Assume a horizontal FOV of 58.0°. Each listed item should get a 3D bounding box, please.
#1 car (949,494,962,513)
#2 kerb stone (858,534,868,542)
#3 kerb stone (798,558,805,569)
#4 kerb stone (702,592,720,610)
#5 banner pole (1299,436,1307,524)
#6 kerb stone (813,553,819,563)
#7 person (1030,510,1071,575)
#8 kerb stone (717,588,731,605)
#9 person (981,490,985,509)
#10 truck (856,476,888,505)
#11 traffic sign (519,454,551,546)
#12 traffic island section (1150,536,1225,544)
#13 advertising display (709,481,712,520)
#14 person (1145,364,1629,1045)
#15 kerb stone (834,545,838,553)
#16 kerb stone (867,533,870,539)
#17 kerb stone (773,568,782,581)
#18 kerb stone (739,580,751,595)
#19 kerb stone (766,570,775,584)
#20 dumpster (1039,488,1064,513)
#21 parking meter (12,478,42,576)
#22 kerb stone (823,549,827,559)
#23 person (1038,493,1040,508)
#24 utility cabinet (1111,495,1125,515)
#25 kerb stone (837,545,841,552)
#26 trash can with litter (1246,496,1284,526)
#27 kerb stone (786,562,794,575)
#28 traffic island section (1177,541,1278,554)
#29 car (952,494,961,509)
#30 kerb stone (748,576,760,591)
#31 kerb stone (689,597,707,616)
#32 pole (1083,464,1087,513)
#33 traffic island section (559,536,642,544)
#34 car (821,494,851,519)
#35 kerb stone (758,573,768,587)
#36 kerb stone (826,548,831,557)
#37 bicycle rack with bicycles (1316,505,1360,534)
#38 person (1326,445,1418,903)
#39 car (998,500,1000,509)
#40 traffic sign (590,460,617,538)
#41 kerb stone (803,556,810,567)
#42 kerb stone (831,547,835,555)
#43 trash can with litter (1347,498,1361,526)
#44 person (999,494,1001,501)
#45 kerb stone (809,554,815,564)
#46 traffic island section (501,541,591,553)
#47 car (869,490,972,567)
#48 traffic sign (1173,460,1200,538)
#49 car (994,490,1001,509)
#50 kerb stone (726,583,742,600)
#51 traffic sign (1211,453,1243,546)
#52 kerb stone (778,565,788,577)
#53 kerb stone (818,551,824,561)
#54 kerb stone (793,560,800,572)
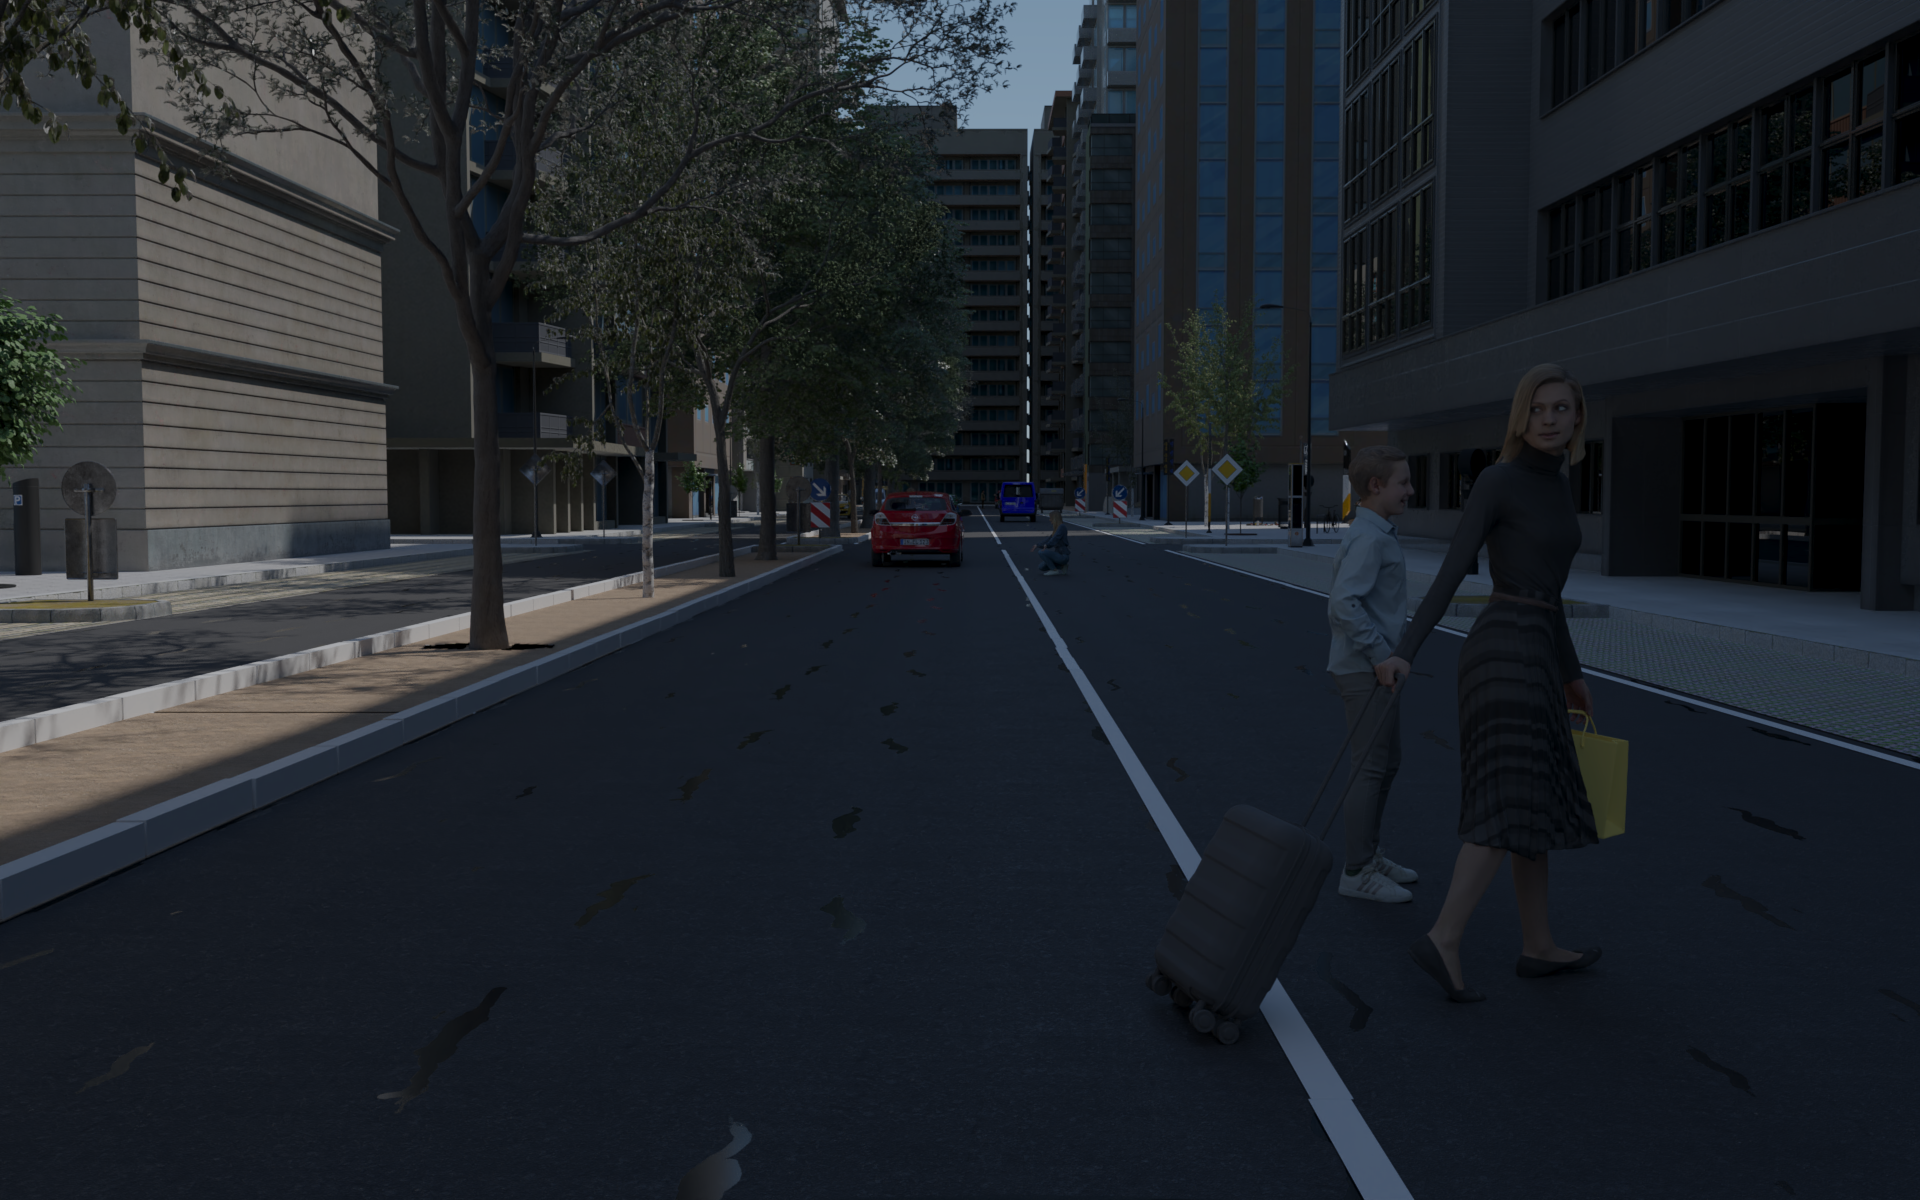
[{"bbox_3d":[-0.954,-4.363,83.132,2.131,1.459,4.920,0,4,0],"label":"car"},{"bbox_3d":[-2.976,-1.881,52.953,0.120,0.150,1.000,0,4,0],"label":"kerb stone"},{"bbox_3d":[-3.105,-0.654,32.935,0.120,0.150,1.000,0,4,0],"label":"kerb stone"},{"bbox_3d":[-3.166,0.034,21.645,0.120,0.150,1.000,0,4,0],"label":"kerb stone"},{"bbox_3d":[14.766,-5.154,74.284,0.863,3.779,0.401,-2,4,-34],"label":"banner pole"},{"bbox_3d":[-3.080,-0.845,36.016,0.120,0.150,1.000,0,4,0],"label":"kerb stone"},{"bbox_3d":[1.594,-1.015,30.600,0.738,1.151,1.012,0,4,4],"label":"person"},{"bbox_3d":[-3.157,-0.023,22.667,0.120,0.150,1.000,0,4,0],"label":"kerb stone"},{"bbox_3d":[2.270,-9.814,169.055,0.705,1.812,1.348,0,4,-3],"label":"person"},{"bbox_3d":[-6.725,-9.050,143.889,3.469,3.379,9.791,0,4,0],"label":"truck"},{"bbox_3d":[-10.511,-2.400,42.882,0.795,2.450,0.064,0,4,0],"label":"traffic sign"},{"bbox_3d":[6.653,-1.746,50.824,2.009,0.180,2.903,0,4,0],"label":"traffic island section"},{"bbox_3d":[-12.520,-5.003,87.010,0.123,1.923,0.974,0,4,-6],"label":"advertising display"},{"bbox_3d":[1.268,0.232,4.920,1.509,1.804,0.699,-1,4,-12],"label":"person"},{"bbox_3d":[-3.049,-1.154,41.142,0.120,0.150,1.000,0,4,0],"label":"kerb stone"},{"bbox_3d":[-2.973,-1.941,53.981,0.120,0.150,1.000,0,4,0],"label":"kerb stone"},{"bbox_3d":[-3.117,-0.399,28.825,0.120,0.150,1.000,0,4,0],"label":"kerb stone"},{"bbox_3d":[-3.146,-0.154,24.726,0.120,0.150,1.000,0,4,0],"label":"kerb stone"},{"bbox_3d":[-3.124,-0.343,27.803,0.120,0.150,1.000,0,4,0],"label":"kerb stone"},{"bbox_3d":[6.785,-7.368,128.675,1.865,1.857,1.264,0,4,0],"label":"dumpster"},{"bbox_3d":[-14.726,-1.158,27.338,0.372,1.533,0.369,0,3,0],"label":"parking meter"},{"bbox_3d":[-3.071,-0.967,38.069,0.120,0.150,1.000,0,4,0],"label":"kerb stone"},{"bbox_3d":[7.531,-9.378,161.823,0.705,1.826,1.348,-2,4,-35],"label":"person"},{"bbox_3d":[9.450,-5.800,103.509,0.318,1.500,1.173,-1,4,-23],"label":"utility cabinet"},{"bbox_3d":[-3.045,-1.213,42.168,0.120,0.150,1.000,0,4,0],"label":"kerb stone"},{"bbox_3d":[12.473,-3.632,70.448,2.233,1.210,1.678,-3,4,-38],"label":"trash can with litter"},{"bbox_3d":[-3.112,-0.531,30.879,0.120,0.150,1.000,0,4,0],"label":"kerb stone"},{"bbox_3d":[6.606,-1.257,42.839,2.009,0.180,2.903,0,4,0],"label":"traffic island section"},{"bbox_3d":[-0.973,-9.522,167.486,2.131,1.459,4.920,0,4,1],"label":"car"},{"bbox_3d":[-3.135,-0.216,25.756,0.120,0.150,1.000,0,4,0],"label":"kerb stone"},{"bbox_3d":[-3.175,0.096,20.623,0.120,0.150,1.000,0,4,0],"label":"kerb stone"},{"bbox_3d":[8.569,-7.628,118.560,0.158,3.312,0.155,0,3,0],"label":"pole"},{"bbox_3d":[-10.488,-1.752,50.929,2.009,0.180,2.903,0,4,0],"label":"traffic island section"},{"bbox_3d":[-7.213,-5.619,102.094,2.015,1.641,3.980,0,4,-1],"label":"car"},{"bbox_3d":[-3.130,-0.277,26.780,0.120,0.150,1.000,0,4,0],"label":"kerb stone"},{"bbox_3d":[-3.066,-1.030,39.090,0.120,0.150,1.000,0,4,0],"label":"kerb stone"},{"bbox_3d":[12.871,-2.652,56.745,2.852,0.926,2.925,1,4,20],"label":"bicycle rack with bicycles"},{"bbox_3d":[1.474,0.253,6.171,0.330,1.601,0.589,2,4,27],"label":"person"},{"bbox_3d":[4.533,-9.207,162.332,2.131,1.459,4.920,0,4,-2],"label":"car"},{"bbox_3d":[-10.464,-2.888,50.867,0.795,2.450,0.064,0,4,0],"label":"traffic sign"},{"bbox_3d":[-3.093,-0.720,33.962,0.120,0.150,1.000,0,4,0],"label":"kerb stone"},{"bbox_3d":[-3.060,-1.096,40.120,0.120,0.150,1.000,0,4,0],"label":"kerb stone"},{"bbox_3d":[16.055,-3.583,69.967,0.624,1.170,1.055,-2,4,-29],"label":"trash can with litter"},{"bbox_3d":[2.801,-6.285,112.104,0.563,1.720,0.643,-1,4,-18],"label":"person"},{"bbox_3d":[-3.089,-0.781,34.984,0.120,0.150,1.000,0,4,0],"label":"kerb stone"},{"bbox_3d":[-10.535,-1.264,42.944,2.009,0.180,2.903,0,4,0],"label":"traffic island section"},{"bbox_3d":[-0.837,-1.626,35.633,2.155,1.783,4.494,0,4,1],"label":"car"},{"bbox_3d":[6.629,-2.881,50.747,0.795,2.450,0.064,0,4,0],"label":"traffic sign"},{"bbox_3d":[4.477,-9.965,171.597,2.281,1.827,5.304,0,4,1],"label":"car"},{"bbox_3d":[-3.150,-0.092,23.694,0.120,0.150,1.000,0,4,0],"label":"kerb stone"},{"bbox_3d":[6.582,-2.393,42.762,0.795,2.450,0.064,0,4,0],"label":"traffic sign"},{"bbox_3d":[-3.116,-0.469,29.857,0.120,0.150,1.000,0,4,0],"label":"kerb stone"},{"bbox_3d":[-3.073,-0.908,37.041,0.120,0.150,1.000,0,4,0],"label":"kerb stone"},{"bbox_3d":[-3.105,-0.594,31.907,0.120,0.150,1.000,0,4,0],"label":"kerb stone"}]
